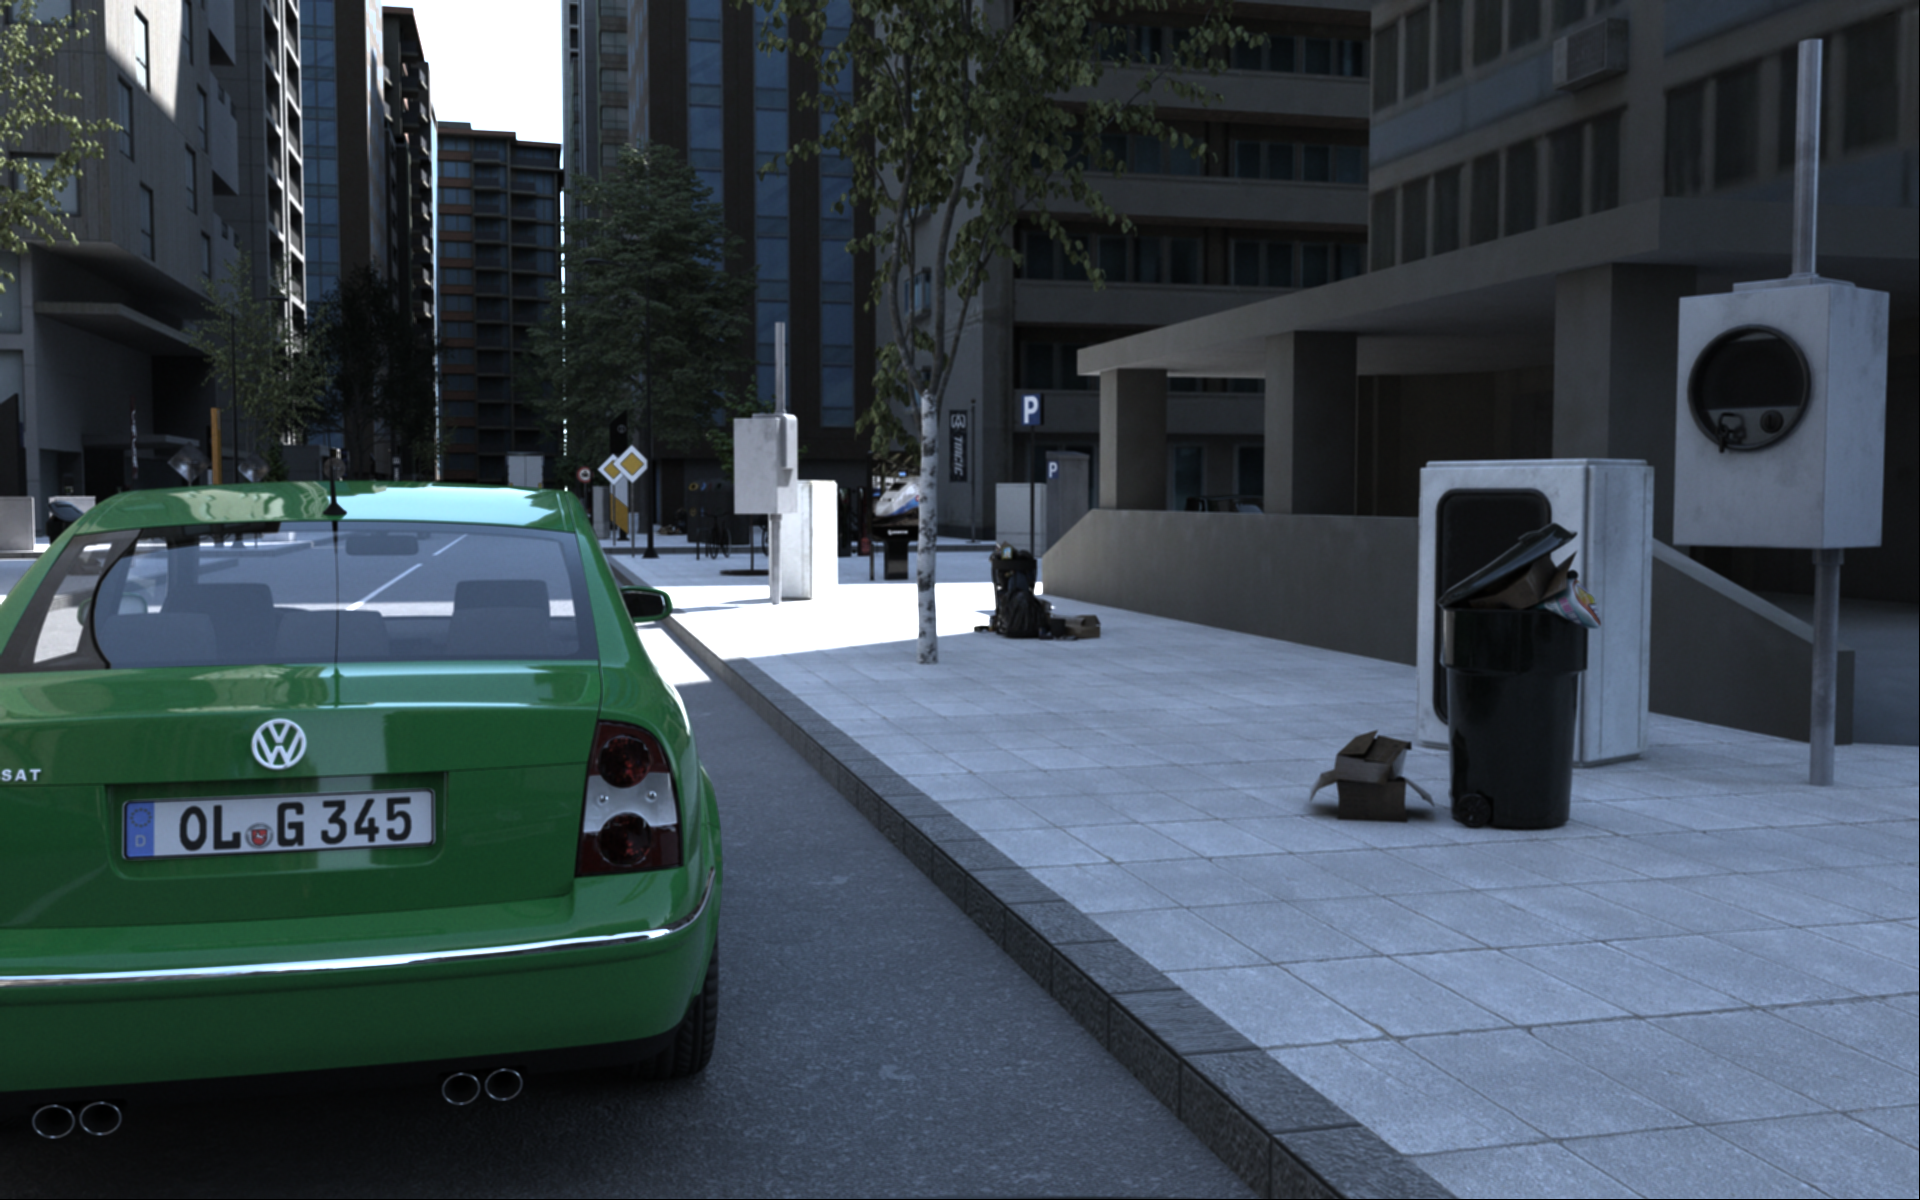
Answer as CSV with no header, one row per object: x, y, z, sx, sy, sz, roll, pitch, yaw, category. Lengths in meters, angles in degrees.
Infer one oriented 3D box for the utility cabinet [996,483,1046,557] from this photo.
1.285,-1.630,35.324,1.173,1.500,0.318,3,5,40,utility cabinet

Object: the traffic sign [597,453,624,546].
-8.552,-2.394,42.779,0.795,2.450,0.064,-1,4,-14,traffic sign

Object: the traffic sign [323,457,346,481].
-21.613,-3.656,59.876,0.768,2.556,0.104,0,4,-6,traffic sign

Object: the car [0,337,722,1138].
-1.824,0.209,5.386,1.959,1.807,4.718,-1,4,-14,car

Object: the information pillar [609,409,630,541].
-9.355,-3.438,47.568,0.504,3.616,0.183,-1,4,-15,information pillar

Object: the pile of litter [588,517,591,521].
-15.670,-3.712,74.653,1.719,0.858,1.176,0,4,7,pile of litter

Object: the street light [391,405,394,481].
-28.087,-7.024,87.391,1.470,5.913,1.316,-1,4,-14,street light

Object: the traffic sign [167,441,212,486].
-14.680,-1.799,33.055,0.795,2.450,0.064,-1,4,-14,traffic sign

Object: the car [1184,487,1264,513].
7.379,-2.058,43.440,4.222,1.686,2.009,-1,4,-12,car

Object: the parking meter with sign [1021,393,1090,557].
1.933,-2.108,30.720,1.738,3.016,0.543,-3,4,-36,parking meter with sign

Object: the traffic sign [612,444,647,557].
-6.625,-1.920,35.029,0.795,2.450,0.064,-1,4,-14,traffic sign

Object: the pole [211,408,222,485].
-17.586,-2.885,41.013,0.158,3.312,0.155,0,3,0,pole

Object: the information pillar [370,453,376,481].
-33.666,-6.606,99.364,0.183,3.616,0.504,-3,5,-44,information pillar

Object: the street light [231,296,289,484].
-16.444,-4.166,40.661,1.470,5.913,1.316,-1,4,-14,street light

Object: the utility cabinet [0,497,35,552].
-21.331,-1.691,38.813,1.020,1.237,0.306,-2,4,-24,utility cabinet

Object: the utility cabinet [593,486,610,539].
-10.233,-2.496,49.494,0.318,1.500,1.173,0,4,-3,utility cabinet

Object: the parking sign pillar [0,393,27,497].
-25.907,-3.559,46.670,1.447,3.967,1.447,0,4,2,parking sign pillar

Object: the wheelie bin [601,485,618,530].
-12.589,-3.296,61.798,0.980,1.594,0.693,1,4,22,wheelie bin

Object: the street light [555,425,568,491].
-15.209,-5.889,68.818,1.470,5.913,1.316,-1,4,-14,street light

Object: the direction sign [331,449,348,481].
-30.891,-5.761,86.191,0.876,3.537,0.379,0,4,5,direction sign

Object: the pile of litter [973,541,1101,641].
0.719,-0.123,15.968,1.176,0.858,1.719,0,4,-2,pile of litter

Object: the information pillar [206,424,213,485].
-25.276,-4.110,58.555,0.183,3.616,0.504,0,4,5,information pillar

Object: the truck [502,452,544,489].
-30.614,-8.108,121.476,2.839,4.237,11.283,-1,4,-15,truck

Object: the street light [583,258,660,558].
-6.729,-3.784,34.417,1.470,5.913,1.316,-1,4,-14,street light

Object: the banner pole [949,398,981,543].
0.118,-3.385,45.365,0.863,3.779,0.401,0,4,-3,banner pole

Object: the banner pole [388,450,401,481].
-32.136,-6.623,98.307,0.863,3.779,0.401,-1,4,-19,banner pole

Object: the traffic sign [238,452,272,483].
-16.607,-2.273,40.805,0.795,2.450,0.064,-1,4,-14,traffic sign

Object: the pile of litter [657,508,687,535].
-9.060,-2.485,54.601,1.176,0.858,1.719,2,4,25,pile of litter

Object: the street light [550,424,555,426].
-26.777,-8.753,115.656,1.470,5.913,1.316,-1,4,-14,street light

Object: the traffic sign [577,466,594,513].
-17.202,-4.860,79.562,0.768,2.556,0.104,0,4,-8,traffic sign

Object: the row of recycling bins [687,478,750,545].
-6.237,-2.307,44.829,1.069,1.692,3.534,-2,4,-23,row of recycling bins

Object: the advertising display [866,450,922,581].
-0.957,-1.266,25.909,0.974,1.923,0.123,-2,4,-35,advertising display

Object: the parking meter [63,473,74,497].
-25.067,-2.631,48.733,0.255,1.863,0.399,-2,4,-31,parking meter

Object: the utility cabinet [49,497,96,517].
-21.812,-1.922,42.583,0.306,1.237,1.020,2,4,33,utility cabinet

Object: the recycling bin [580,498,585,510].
-22.911,-5.581,103.804,0.722,1.027,0.722,0,4,6,recycling bin
